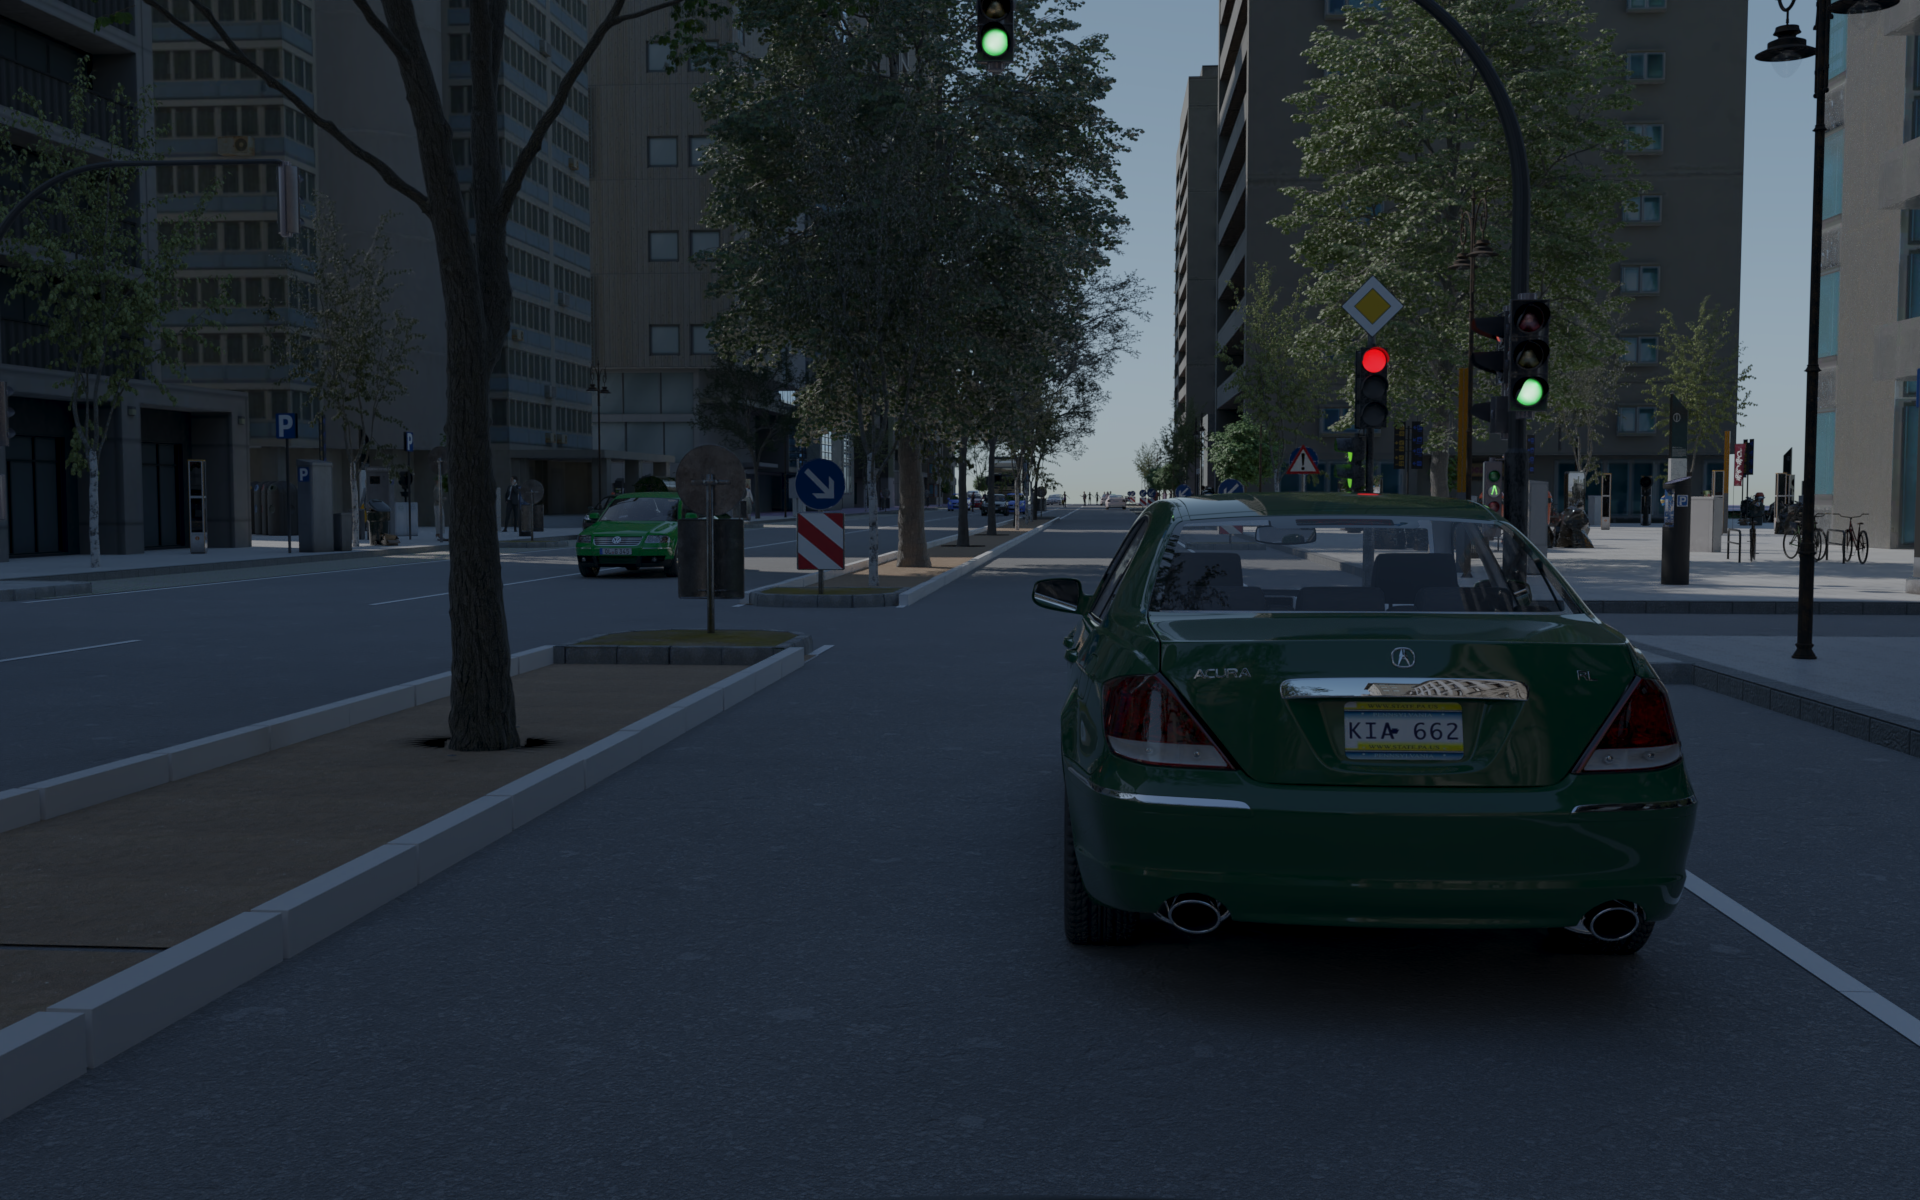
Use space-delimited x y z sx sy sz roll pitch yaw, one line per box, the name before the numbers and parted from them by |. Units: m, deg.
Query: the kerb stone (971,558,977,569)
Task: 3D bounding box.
kerb stone | 0.181 -0.652 32.860 0.120 0.150 1.000 0 4 5

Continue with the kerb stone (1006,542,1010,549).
kerb stone | 1.112 -1.340 44.096 0.120 0.150 1.000 0 4 5

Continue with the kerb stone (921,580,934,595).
kerb stone | -0.513 -0.152 24.701 0.120 0.150 1.000 0 4 5

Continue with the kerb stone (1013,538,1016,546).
kerb stone | 1.379 -1.528 47.174 0.120 0.150 1.000 0 4 5

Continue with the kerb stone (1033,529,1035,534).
kerb stone | 2.404 -2.279 59.460 0.120 0.150 1.000 0 4 5

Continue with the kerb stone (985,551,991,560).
kerb stone | 0.513 -0.897 36.950 0.120 0.150 1.000 0 4 5

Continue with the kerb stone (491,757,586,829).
kerb stone | -1.921 0.875 7.882 0.120 0.150 1.000 0 4 5

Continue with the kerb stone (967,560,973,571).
kerb stone | 0.092 -0.585 31.842 0.120 0.150 1.000 0 4 5

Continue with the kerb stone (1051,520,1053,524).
kerb stone | 4.038 -3.468 78.892 0.120 0.150 1.000 0 4 5

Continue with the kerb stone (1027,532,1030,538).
kerb stone | 2.063 -2.029 55.376 0.120 0.150 1.000 0 4 5

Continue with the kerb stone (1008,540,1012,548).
kerb stone | 1.209 -1.402 45.124 0.120 0.150 1.000 0 4 5

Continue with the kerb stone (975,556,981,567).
kerb stone | 0.263 -0.714 33.891 0.120 0.150 1.000 0 4 5

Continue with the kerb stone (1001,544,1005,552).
kerb stone | 0.945 -1.215 42.059 0.120 0.150 1.000 0 4 5

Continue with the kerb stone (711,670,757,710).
kerb stone | -1.578 0.626 11.967 0.120 0.150 1.000 0 4 5

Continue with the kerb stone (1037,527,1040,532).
kerb stone | 2.751 -2.530 63.558 0.120 0.150 1.000 0 4 5

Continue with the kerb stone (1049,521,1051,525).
kerb stone | 3.780 -3.280 75.824 0.120 0.150 1.000 0 4 5

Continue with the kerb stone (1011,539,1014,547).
kerb stone | 1.293 -1.464 46.152 0.120 0.150 1.000 0 4 5

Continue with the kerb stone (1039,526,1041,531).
kerb stone | 2.835 -2.593 64.583 0.120 0.150 1.000 0 4 5

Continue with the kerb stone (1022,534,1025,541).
kerb stone | 1.807 -1.839 52.291 0.120 0.150 1.000 0 4 5

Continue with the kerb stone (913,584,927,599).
kerb stone | -0.601 -0.087 23.677 0.120 0.150 1.000 0 4 5

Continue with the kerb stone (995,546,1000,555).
kerb stone | 0.783 -1.088 40.022 0.120 0.150 1.000 0 4 5

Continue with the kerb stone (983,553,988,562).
kerb stone | 0.435 -0.840 35.928 0.120 0.150 1.000 0 4 5

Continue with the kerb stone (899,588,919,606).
kerb stone | -0.680 -0.027 22.656 0.120 0.150 1.000 0 4 5

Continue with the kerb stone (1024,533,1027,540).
kerb stone | 1.893 -1.903 53.325 0.120 0.150 1.000 0 4 5

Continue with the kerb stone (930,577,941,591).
kerb stone | -0.425 -0.207 25.720 0.120 0.150 1.000 0 4 5

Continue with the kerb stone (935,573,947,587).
kerb stone | -0.346 -0.277 26.738 0.120 0.150 1.000 0 4 5

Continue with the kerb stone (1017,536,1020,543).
kerb stone | 1.558 -1.652 49.212 0.120 0.150 1.000 0 4 5

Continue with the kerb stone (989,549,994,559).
kerb stone | 0.605 -0.963 37.980 0.120 0.150 1.000 0 4 5

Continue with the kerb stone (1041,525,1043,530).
kerb stone | 3.011 -2.713 66.625 0.120 0.150 1.000 0 4 5

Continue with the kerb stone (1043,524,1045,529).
kerb stone | 3.183 -2.843 68.683 0.120 0.150 1.000 0 4 5

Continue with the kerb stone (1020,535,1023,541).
kerb stone | 1.718 -1.778 51.272 0.120 0.150 1.000 0 4 5

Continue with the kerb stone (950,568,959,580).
kerb stone | -0.167 -0.402 28.784 0.120 0.150 1.000 0 4 5

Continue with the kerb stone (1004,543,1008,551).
kerb stone | 1.034 -1.277 43.077 0.120 0.150 1.000 0 4 5

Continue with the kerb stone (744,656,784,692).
kerb stone | -1.492 0.564 12.986 0.120 0.150 1.000 0 4 5

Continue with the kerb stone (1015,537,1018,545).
kerb stone | 1.461 -1.588 48.195 0.120 0.150 1.000 0 4 5

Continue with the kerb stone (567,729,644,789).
kerb stone | -1.832 0.817 8.905 0.120 0.150 1.000 0 4 5

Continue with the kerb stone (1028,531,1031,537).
kerb stone | 2.144 -2.090 56.395 0.120 0.150 1.000 0 4 5

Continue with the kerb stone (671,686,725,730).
kerb stone | -1.668 0.688 10.946 0.120 0.150 1.000 0 4 5

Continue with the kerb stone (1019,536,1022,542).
kerb stone | 1.637 -1.716 50.244 0.120 0.150 1.000 0 4 5

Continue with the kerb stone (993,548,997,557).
kerb stone | 0.693 -1.028 38.998 0.120 0.150 1.000 0 4 5

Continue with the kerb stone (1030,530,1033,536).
kerb stone | 2.240 -2.154 57.419 0.120 0.150 1.000 0 4 5

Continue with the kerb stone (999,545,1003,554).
kerb stone | 0.866 -1.153 41.040 0.120 0.150 1.000 0 4 5

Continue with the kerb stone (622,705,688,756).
kerb stone | -1.752 0.751 9.924 0.120 0.150 1.000 0 4 5

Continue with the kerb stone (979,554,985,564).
kerb stone | 0.348 -0.778 34.910 0.120 0.150 1.000 0 4 5

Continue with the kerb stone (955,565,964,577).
kerb stone | -0.081 -0.462 29.802 0.120 0.150 1.000 0 4 5

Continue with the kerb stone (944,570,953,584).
kerb stone | -0.254 -0.340 27.756 0.120 0.150 1.000 0 4 5

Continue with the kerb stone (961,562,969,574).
kerb stone | 0.011 -0.528 30.823 0.120 0.150 1.000 0 4 5

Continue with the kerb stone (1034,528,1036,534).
kerb stone | 2.492 -2.341 60.478 0.120 0.150 1.000 0 4 5

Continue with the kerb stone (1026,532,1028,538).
kerb stone | 1.987 -1.966 54.347 0.120 0.150 1.000 0 4 5

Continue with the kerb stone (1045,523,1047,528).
kerb stone | 3.353 -2.968 70.728 0.120 0.150 1.000 0 4 5

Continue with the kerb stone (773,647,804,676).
kerb stone | -1.408 0.502 14.009 0.120 0.150 1.000 0 4 5
